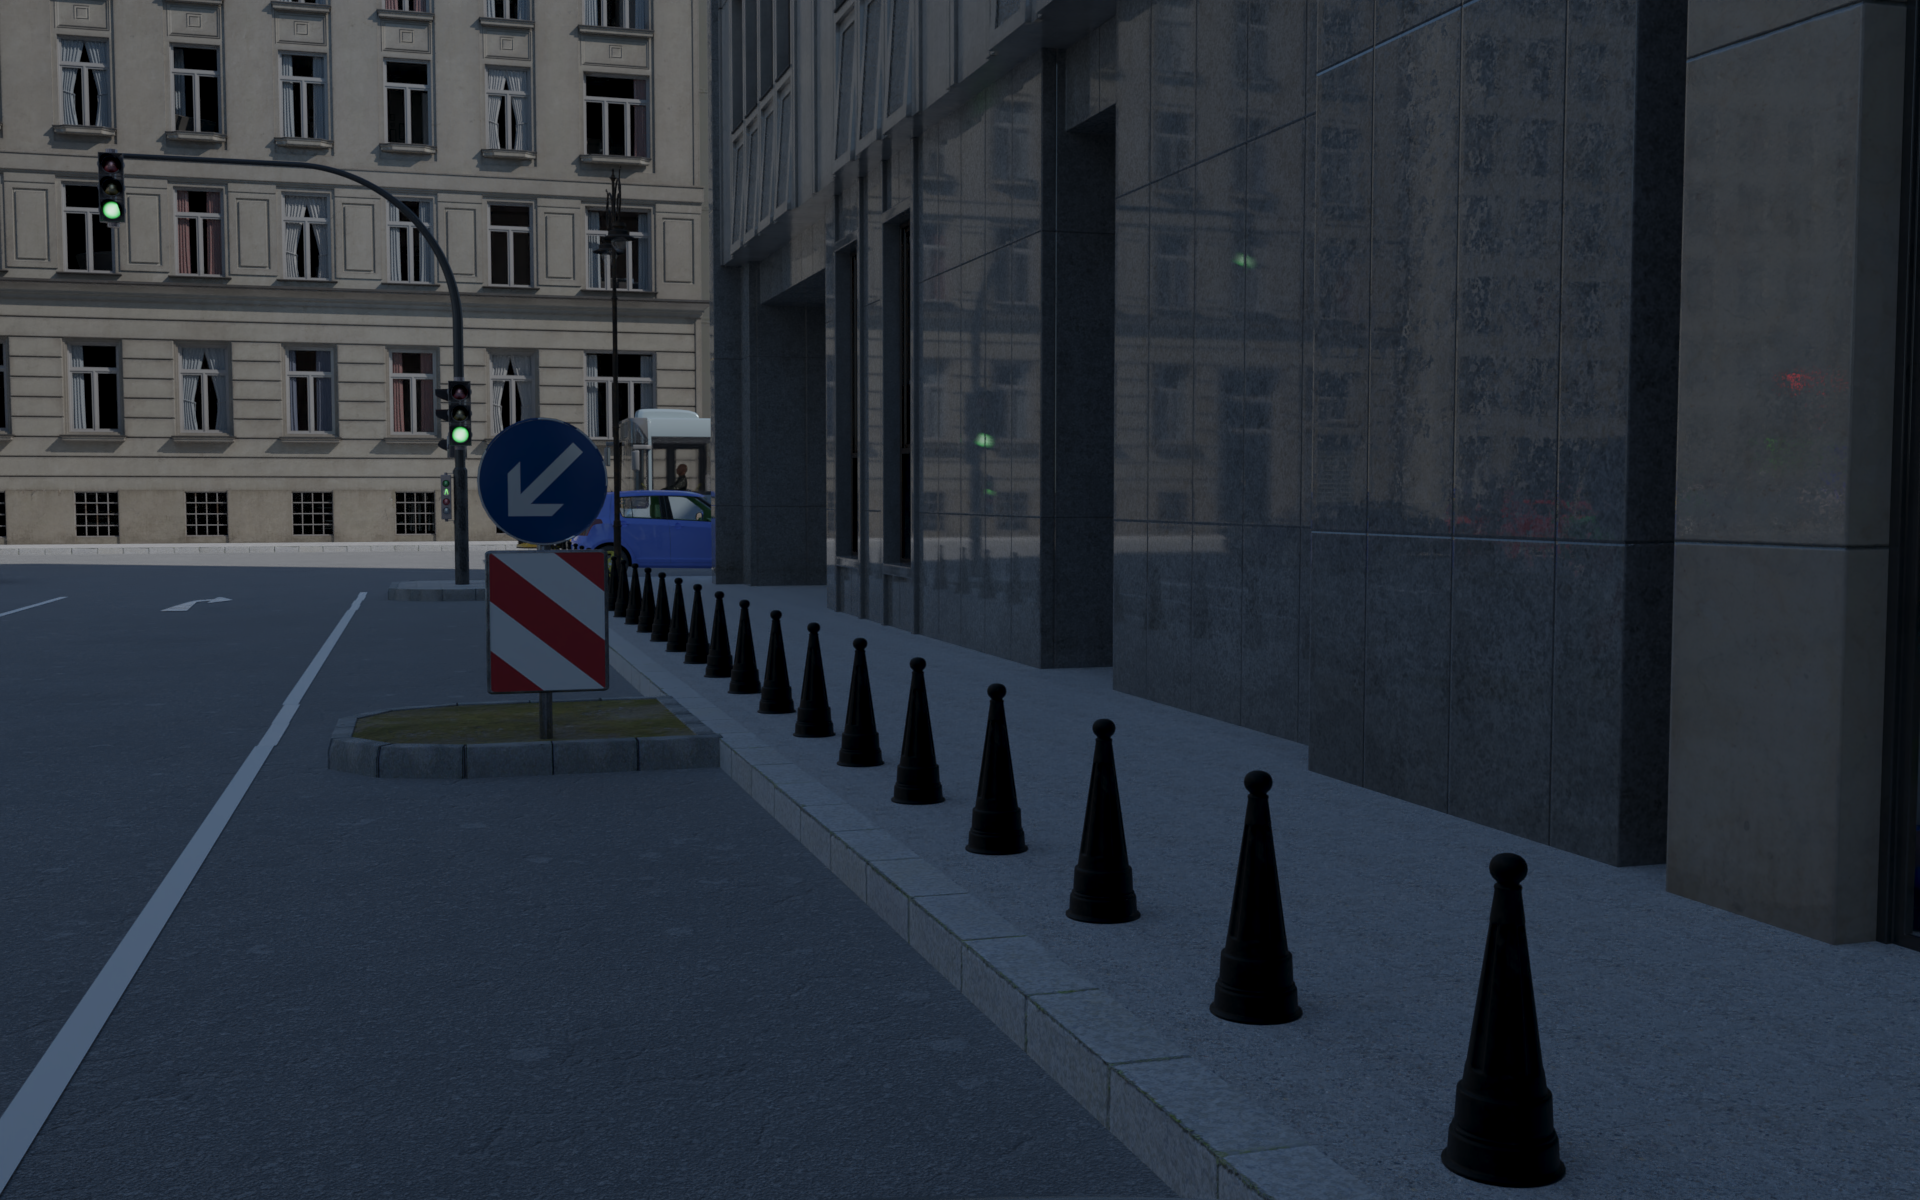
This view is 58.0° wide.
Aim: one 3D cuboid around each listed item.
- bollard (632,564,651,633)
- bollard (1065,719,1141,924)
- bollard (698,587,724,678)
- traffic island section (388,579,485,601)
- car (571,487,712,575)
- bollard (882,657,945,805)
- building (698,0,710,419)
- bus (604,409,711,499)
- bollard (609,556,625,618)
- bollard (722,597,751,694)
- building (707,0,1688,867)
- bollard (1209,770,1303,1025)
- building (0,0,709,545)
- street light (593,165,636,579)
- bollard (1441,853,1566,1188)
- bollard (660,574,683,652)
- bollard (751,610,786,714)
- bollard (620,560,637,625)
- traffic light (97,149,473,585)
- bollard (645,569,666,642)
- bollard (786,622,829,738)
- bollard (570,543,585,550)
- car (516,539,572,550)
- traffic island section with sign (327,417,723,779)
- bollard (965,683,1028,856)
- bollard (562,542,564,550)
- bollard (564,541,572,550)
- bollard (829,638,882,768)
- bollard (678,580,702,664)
[{"bbox_3d":[-2.896,-0.003,16.093,0.229,0.601,0.229,0,3,0],"label":"bollard"},{"bbox_3d":[0.436,0.660,5.257,0.229,0.601,0.229,0,3,0],"label":"bollard"},{"bbox_3d":[-1.687,0.237,12.164,0.229,0.601,0.229,0,3,0],"label":"bollard"},{"bbox_3d":[-7.054,-0.142,24.606,2.009,0.180,2.903,-1,4,-17],"label":"traffic island section"},{"bbox_3d":[-4.722,-1.211,29.387,3.694,1.707,1.945,-1,4,-17],"label":"car"},{"bbox_3d":[-0.175,0.539,7.234,0.229,0.601,0.229,0,3,0],"label":"bollard"},{"bbox_3d":[-30.648,-31.931,145.767,21.300,48.544,21.600,-1,4,-17],"label":"building"},{"bbox_3d":[-1.535,-2.600,37.365,13.247,3.499,2.948,-1,4,-16],"label":"bus"},{"bbox_3d":[-3.508,-0.124,18.071,0.229,0.601,0.229,0,3,0],"label":"bollard"},{"bbox_3d":[-1.389,0.297,11.181,0.229,0.601,0.229,0,3,0],"label":"bollard"},{"bbox_3d":[5.086,-12.135,16.429,12.078,24.808,19.932,-1,4,-17],"label":"building"},{"bbox_3d":[0.733,0.720,4.275,0.229,0.601,0.229,0,3,0],"label":"bollard"},{"bbox_3d":[-22.947,-13.310,50.895,30.059,22.955,16.112,-1,4,-17],"label":"building"},{"bbox_3d":[-4.927,-3.179,24.766,0.468,5.910,1.993,-1,4,-17],"label":"street light"},{"bbox_3d":[1.038,0.780,3.294,0.229,0.601,0.229,0,3,0],"label":"bollard"},{"bbox_3d":[-2.292,0.117,14.126,0.229,0.601,0.229,0,3,0],"label":"bollard"},{"bbox_3d":[-1.079,0.359,10.179,0.229,0.601,0.229,0,3,0],"label":"bollard"},{"bbox_3d":[-3.200,-0.063,17.080,0.229,0.601,0.229,0,3,0],"label":"bollard"},{"bbox_3d":[-9.070,-3.001,23.730,4.771,5.953,1.251,-1,4,-17],"label":"traffic light"},{"bbox_3d":[-2.595,0.057,15.107,0.229,0.601,0.229,0,3,0],"label":"bollard"},{"bbox_3d":[-0.775,0.419,9.198,0.229,0.601,0.229,0,3,0],"label":"bollard"},{"bbox_3d":[-5.017,-0.425,22.991,0.229,0.601,0.229,0,3,0],"label":"bollard"},{"bbox_3d":[-8.477,-1.883,41.015,3.980,1.641,2.015,-1,4,-19],"label":"car"},{"bbox_3d":[-2.480,-0.066,9.701,1.989,1.847,2.006,-1,4,-17],"label":"traffic island section with sign"},{"bbox_3d":[0.132,0.600,6.238,0.229,0.601,0.229,0,3,0],"label":"bollard"},{"bbox_3d":[-5.626,-0.546,24.971,0.229,0.601,0.229,0,3,0],"label":"bollard"},{"bbox_3d":[-5.317,-0.485,23.973,0.229,0.601,0.229,0,3,0],"label":"bollard"},{"bbox_3d":[-0.473,0.479,8.217,0.229,0.601,0.229,0,3,0],"label":"bollard"},{"bbox_3d":[-1.989,0.177,13.145,0.229,0.601,0.229,0,3,0],"label":"bollard"}]
